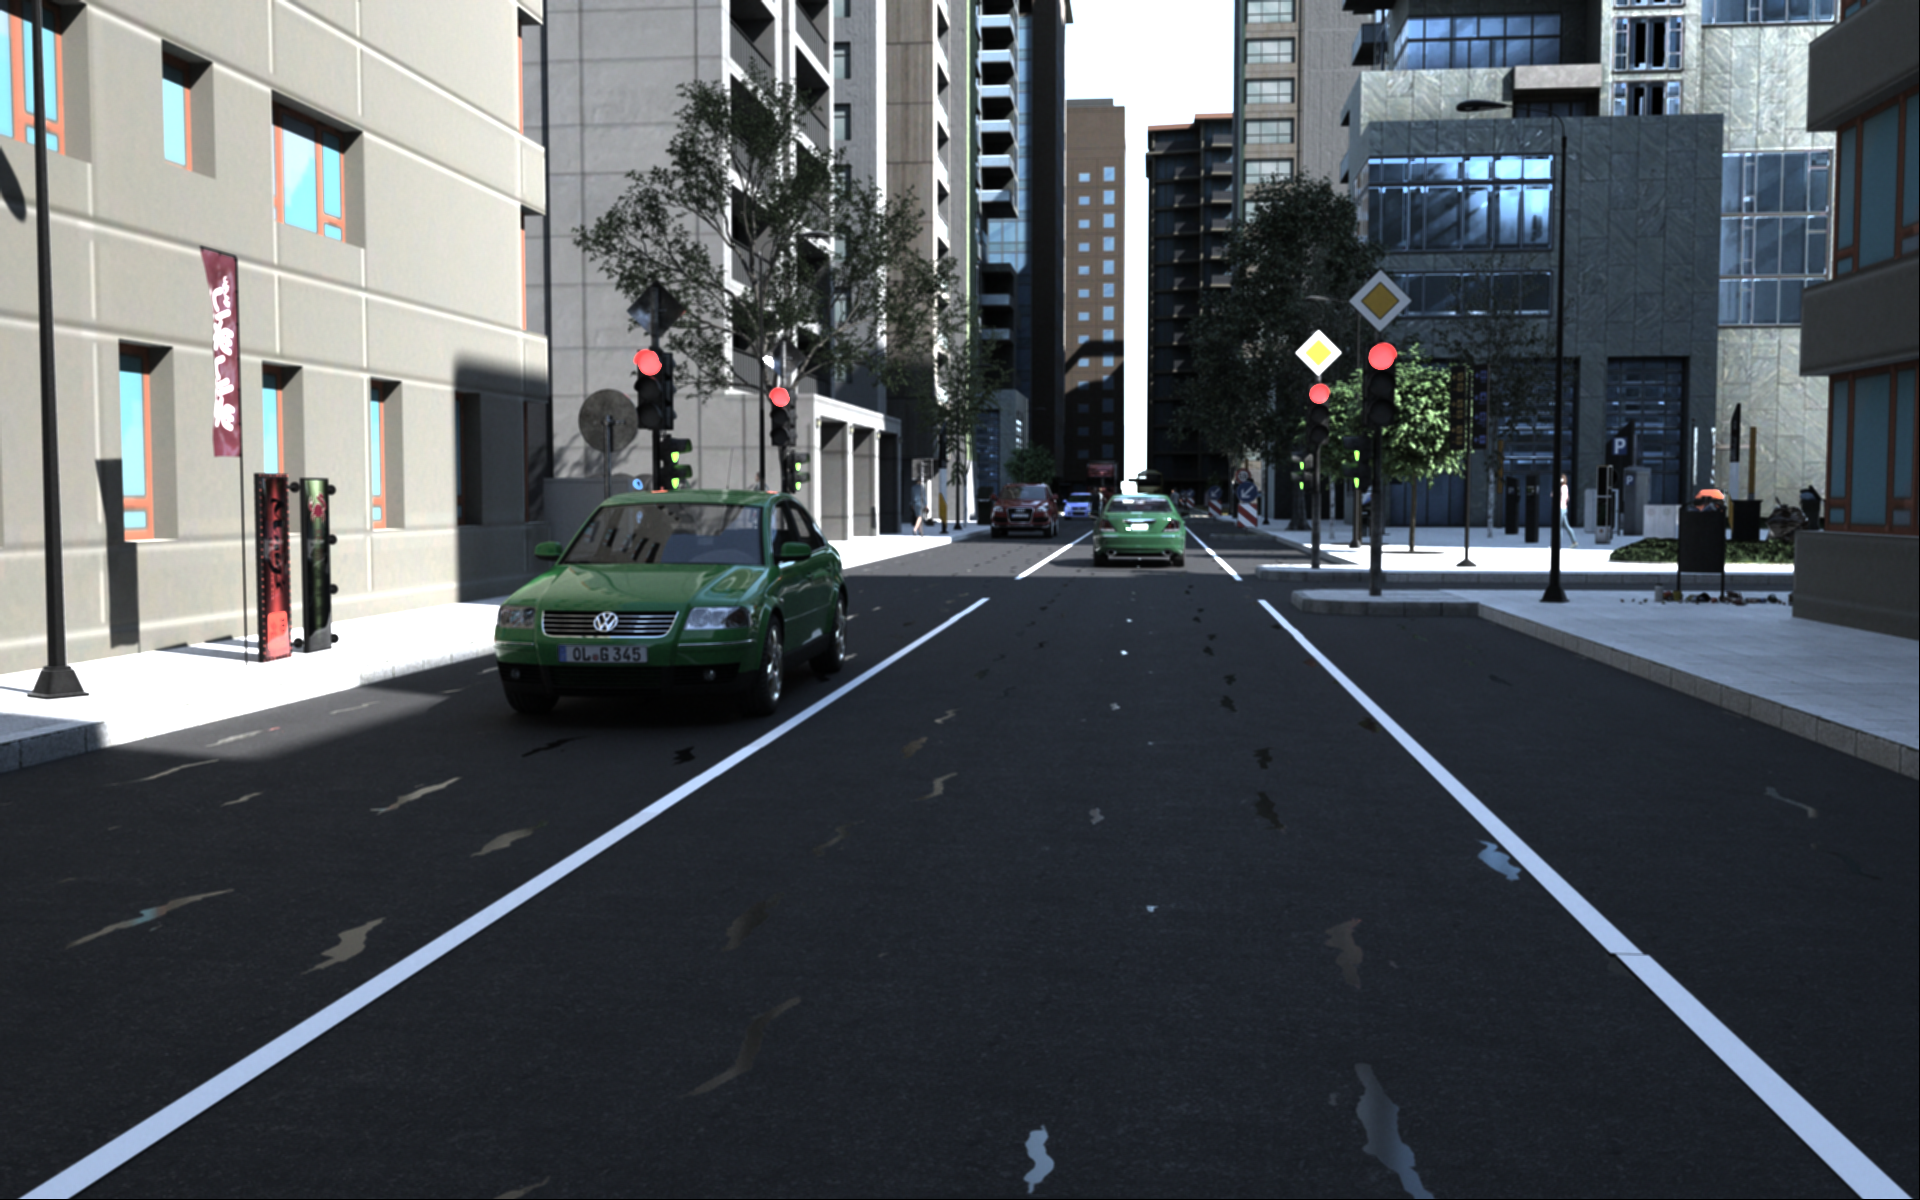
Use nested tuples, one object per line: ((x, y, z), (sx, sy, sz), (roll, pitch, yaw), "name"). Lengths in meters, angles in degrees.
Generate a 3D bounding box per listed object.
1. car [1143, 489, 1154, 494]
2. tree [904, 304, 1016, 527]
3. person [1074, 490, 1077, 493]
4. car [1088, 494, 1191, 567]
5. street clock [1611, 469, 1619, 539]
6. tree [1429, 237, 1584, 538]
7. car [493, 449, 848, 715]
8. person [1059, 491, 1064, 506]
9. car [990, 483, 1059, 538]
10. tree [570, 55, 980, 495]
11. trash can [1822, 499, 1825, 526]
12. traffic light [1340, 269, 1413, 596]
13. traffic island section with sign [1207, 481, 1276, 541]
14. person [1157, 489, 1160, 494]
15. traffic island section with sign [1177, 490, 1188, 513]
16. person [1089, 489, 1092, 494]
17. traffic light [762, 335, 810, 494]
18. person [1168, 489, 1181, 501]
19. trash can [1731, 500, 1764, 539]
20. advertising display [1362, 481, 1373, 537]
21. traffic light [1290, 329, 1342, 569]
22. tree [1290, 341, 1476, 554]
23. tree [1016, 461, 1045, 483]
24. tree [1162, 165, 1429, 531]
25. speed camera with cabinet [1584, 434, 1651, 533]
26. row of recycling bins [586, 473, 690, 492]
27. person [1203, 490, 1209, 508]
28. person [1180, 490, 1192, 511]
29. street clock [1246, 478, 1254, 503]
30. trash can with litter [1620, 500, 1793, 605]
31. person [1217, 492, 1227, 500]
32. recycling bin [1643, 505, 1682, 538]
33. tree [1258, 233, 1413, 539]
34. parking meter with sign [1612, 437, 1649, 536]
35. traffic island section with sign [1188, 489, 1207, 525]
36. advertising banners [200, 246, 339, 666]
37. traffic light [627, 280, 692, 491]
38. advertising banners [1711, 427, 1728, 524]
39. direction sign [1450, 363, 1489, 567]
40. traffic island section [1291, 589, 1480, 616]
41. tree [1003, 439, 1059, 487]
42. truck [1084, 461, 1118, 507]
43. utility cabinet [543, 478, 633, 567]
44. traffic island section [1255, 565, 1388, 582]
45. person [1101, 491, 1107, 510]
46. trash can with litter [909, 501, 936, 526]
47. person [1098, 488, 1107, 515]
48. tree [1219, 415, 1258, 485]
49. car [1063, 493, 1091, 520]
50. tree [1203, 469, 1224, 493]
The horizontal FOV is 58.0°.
((13.283, -6.898, 121.827), (2.155, 1.783, 4.494), (0, 4, 7), "car")
((-0.028, -7.093, 66.331), (4.737, 8.622, 4.395), (0, 3, 0), "tree")
((11.704, -10.260, 174.727), (0.436, 1.711, 0.756), (3, 5, 41), "person")
((3.695, -1.461, 35.680), (2.131, 1.459, 4.920), (0, 4, 6), "car")
((18.363, -2.717, 48.993), (0.471, 2.002, 0.358), (2, 4, 33), "street clock")
((15.823, -6.134, 50.647), (4.360, 8.622, 3.978), (0, 3, 0), "tree")
((-1.947, -0.238, 12.684), (1.959, 1.807, 4.718), (0, 4, 5), "car")
((10.718, -10.942, 187.408), (1.348, 1.822, 0.705), (3, 5, 43), "person")
((2.201, -3.027, 58.161), (2.281, 1.827, 5.304), (0, 4, 6), "car")
((-3.690, -6.247, 36.556), (8.767, 10.594, 7.601), (-1, 4, -21), "tree")
((23.952, -2.183, 47.339), (0.748, 1.137, 0.748), (0, 3, 0), "trash can")
((5.232, -2.010, 21.777), (0.839, 4.253, 0.868), (0, 4, 6), "traffic light")
((8.849, -2.792, 54.275), (1.989, 1.847, 2.006), (0, 4, 6), "traffic island section with sign")
((16.845, -8.444, 146.562), (0.705, 1.823, 1.348), (-2, 4, -24), "person")
((17.289, -7.483, 130.969), (1.989, 1.847, 2.006), (0, 4, 6), "traffic island section with sign")
((9.053, -6.813, 119.990), (0.705, 1.812, 1.348), (1, 4, 12), "person")
((-3.102, -2.556, 30.708), (0.839, 4.253, 0.868), (0, 4, 6), "traffic light")
((13.985, -6.419, 114.160), (1.217, 1.735, 0.721), (1, 4, 19), "person")
((19.262, -1.882, 42.417), (0.748, 1.137, 0.748), (0, 3, 0), "trash can")
((12.067, -2.848, 51.782), (0.123, 1.923, 0.974), (3, 5, 40), "advertising display")
((6.106, -2.495, 29.715), (0.839, 4.253, 0.868), (0, 4, 6), "traffic light")
((9.748, -3.281, 37.356), (4.285, 4.588, 4.351), (0, 3, 0), "tree")
((4.076, -6.373, 98.805), (1.663, 3.219, 1.824), (0, 3, 0), "tree")
((11.843, -8.794, 60.793), (9.611, 12.733, 9.660), (0, 3, 0), "tree")
((21.693, -3.839, 57.107), (2.038, 3.252, 0.660), (-1, 4, -9), "speed camera with cabinet")
((-6.580, -1.713, 35.118), (1.069, 1.692, 3.534), (1, 4, 20), "row of recycling bins")
((23.223, -9.583, 163.394), (0.621, 1.740, 0.551), (0, 4, 8), "person")
((18.116, -7.927, 138.813), (1.217, 1.736, 0.721), (3, 5, 41), "person")
((13.211, -4.552, 78.999), (0.358, 2.002, 0.471), (-1, 4, -12), "street clock")
((9.092, -0.568, 20.348), (2.233, 1.210, 1.678), (3, 4, 38), "trash can with litter")
((18.831, -7.268, 125.598), (1.217, 1.735, 0.721), (0, 4, 0), "person")
((16.542, -1.727, 40.798), (0.722, 1.027, 0.722), (2, 4, 33), "recycling bin")
((10.531, -6.010, 48.630), (4.360, 8.622, 3.978), (0, 3, 0), "tree")
((20.939, -3.503, 53.533), (1.738, 3.016, 0.543), (-2, 4, -31), "parking meter with sign")
((11.802, -4.431, 81.068), (1.989, 1.847, 2.006), (0, 4, 6), "traffic island section with sign")
((-5.285, -1.048, 13.321), (0.090, 3.025, 2.074), (0, 4, 4), "advertising banners")
((-3.976, -2.070, 22.771), (0.839, 4.253, 0.868), (0, 4, 6), "traffic light")
((20.272, -3.065, 46.305), (0.090, 3.025, 2.074), (2, 4, 35), "advertising banners")
((8.941, -2.353, 30.471), (0.379, 3.537, 0.876), (-2, 4, -29), "direction sign")
((5.271, 0.024, 21.887), (2.009, 0.180, 2.903), (0, 4, 6), "traffic island section")
((4.219, -7.277, 102.697), (4.285, 4.588, 4.351), (0, 3, 0), "tree")
((12.216, -9.783, 148.859), (2.839, 4.237, 11.283), (0, 4, 6), "truck")
((-5.100, -0.926, 23.825), (1.173, 1.500, 0.318), (0, 4, 3), "utility cabinet")
((6.144, -0.461, 29.824), (2.009, 0.180, 2.903), (0, 4, 6), "traffic island section")
((11.418, -7.976, 139.633), (1.217, 1.743, 0.721), (0, 4, -7), "person")
((-1.503, -3.579, 69.902), (1.055, 1.170, 0.624), (-1, 4, -13), "trash can with litter")
((9.228, -6.442, 113.907), (0.705, 1.814, 1.350), (3, 4, 37), "person")
((17.132, -9.634, 107.871), (4.360, 8.622, 3.978), (0, 3, 0), "tree")
((6.742, -5.324, 96.640), (1.945, 1.707, 3.694), (0, 4, 7), "car")
((19.666, -8.559, 134.543), (1.663, 3.219, 1.824), (0, 3, 0), "tree")
